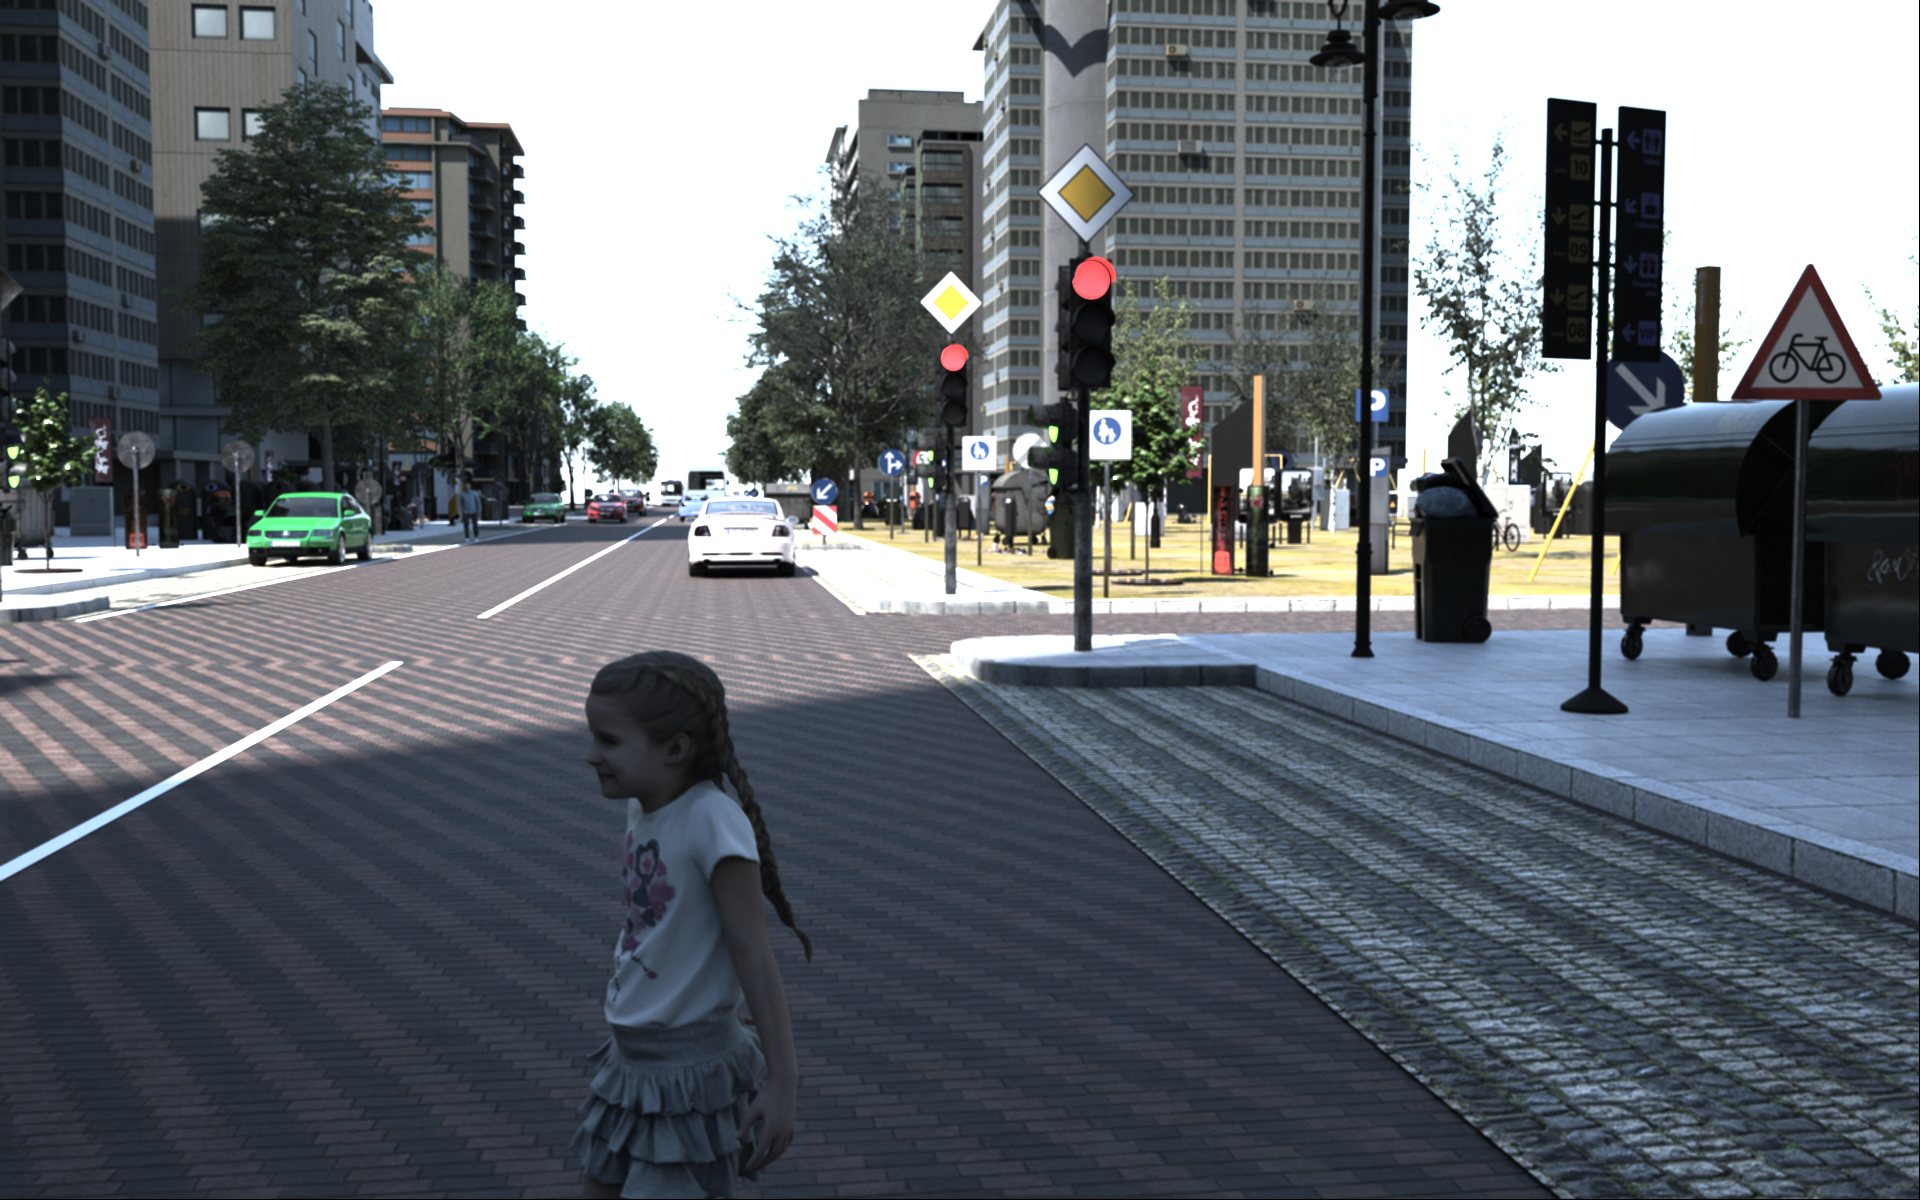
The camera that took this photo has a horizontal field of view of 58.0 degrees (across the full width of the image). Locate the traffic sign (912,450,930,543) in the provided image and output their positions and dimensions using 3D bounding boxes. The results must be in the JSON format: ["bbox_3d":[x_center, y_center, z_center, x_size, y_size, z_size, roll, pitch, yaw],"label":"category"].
[{"bbox_3d":[-0.881,-2.793,45.772,0.768,2.556,0.104,0,4,-6],"label":"traffic sign"}]

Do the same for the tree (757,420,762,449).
[{"bbox_3d":[-13.650,-11.149,132.640,4.737,8.622,4.395,0,3,0],"label":"tree"}]

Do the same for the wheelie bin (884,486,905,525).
[{"bbox_3d":[-2.677,-3.852,70.881,0.980,1.594,0.693,2,4,24],"label":"wheelie bin"}]

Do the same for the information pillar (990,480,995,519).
[{"bbox_3d":[1.545,-5.088,87.678,0.304,2.012,0.304,-3,5,-43],"label":"information pillar"}]

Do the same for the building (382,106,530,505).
[{"bbox_3d":[-61.666,-33.273,198.630,22.147,44.769,28.867,0,4,-8],"label":"building"}]

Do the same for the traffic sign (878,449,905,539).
[{"bbox_3d":[-1.927,-2.985,48.904,0.768,2.556,0.104,0,4,-5],"label":"traffic sign"}]

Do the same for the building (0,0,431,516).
[{"bbox_3d":[-57.267,-26.843,130.761,32.217,40.220,23.993,0,4,-8],"label":"building"}]

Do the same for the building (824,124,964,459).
[{"bbox_3d":[-3.871,-40.047,244.007,28.713,52.752,27.495,0,4,-8],"label":"building"}]

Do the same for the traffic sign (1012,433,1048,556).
[{"bbox_3d":[1.460,-2.196,36.006,0.768,2.556,0.104,0,4,0],"label":"traffic sign"}]

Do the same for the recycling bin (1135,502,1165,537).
[{"bbox_3d":[5.769,-2.447,52.570,0.722,1.027,0.722,2,4,25],"label":"recycling bin"}]

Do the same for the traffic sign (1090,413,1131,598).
[{"bbox_3d":[1.811,-1.179,21.400,0.606,2.300,0.079,0,4,1],"label":"traffic sign"}]

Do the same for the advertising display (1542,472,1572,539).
[{"bbox_3d":[17.088,-2.713,49.571,0.974,1.923,0.123,-1,4,-22],"label":"advertising display"}]

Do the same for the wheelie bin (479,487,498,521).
[{"bbox_3d":[-22.304,-4.523,81.862,0.980,1.594,0.693,-3,5,-41],"label":"wheelie bin"}]

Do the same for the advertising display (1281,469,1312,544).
[{"bbox_3d":[8.602,-2.403,44.497,0.974,1.923,0.123,-1,4,-23],"label":"advertising display"}]

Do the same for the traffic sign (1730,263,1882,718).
[{"bbox_3d":[4.787,-0.603,9.865,0.884,2.594,0.081,0,4,-5],"label":"traffic sign"}]

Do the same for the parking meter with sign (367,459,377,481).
[{"bbox_3d":[-28.703,-5.390,84.389,0.543,3.016,1.738,-2,4,-29],"label":"parking meter with sign"}]

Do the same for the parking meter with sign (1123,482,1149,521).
[{"bbox_3d":[8.224,-5.273,82.476,1.738,3.016,0.543,-1,4,-23],"label":"parking meter with sign"}]

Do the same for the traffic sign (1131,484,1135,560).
[{"bbox_3d":[3.374,-2.057,33.744,0.768,2.556,0.104,0,4,-4],"label":"traffic sign"}]

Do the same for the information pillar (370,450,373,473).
[{"bbox_3d":[-31.051,-6.121,91.437,0.183,3.616,0.504,-1,4,-21],"label":"information pillar"}]

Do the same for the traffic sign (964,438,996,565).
[{"bbox_3d":[0.351,-1.769,31.056,0.606,2.300,0.079,0,4,-4],"label":"traffic sign"}]

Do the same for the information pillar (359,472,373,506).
[{"bbox_3d":[-19.504,-3.207,56.922,0.304,2.012,0.304,3,4,37],"label":"information pillar"}]

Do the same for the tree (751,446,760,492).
[{"bbox_3d":[-20.020,-14.080,180.566,4.360,8.622,3.978,0,3,0],"label":"tree"}]

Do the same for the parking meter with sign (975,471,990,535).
[{"bbox_3d":[0.685,-3.569,54.621,0.543,3.016,1.738,0,4,-3],"label":"parking meter with sign"}]

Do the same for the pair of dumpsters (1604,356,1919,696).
[{"bbox_3d":[6.029,-0.549,11.465,1.574,2.255,4.437,-1,4,-8],"label":"pair of dumpsters"}]

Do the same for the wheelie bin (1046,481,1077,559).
[{"bbox_3d":[2.172,-1.611,34.254,0.980,1.594,0.693,-3,4,-38],"label":"wheelie bin"}]

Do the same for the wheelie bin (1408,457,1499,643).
[{"bbox_3d":[4.283,-0.441,15.124,0.693,1.594,0.980,0,4,3],"label":"wheelie bin"}]

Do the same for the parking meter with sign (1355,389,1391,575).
[{"bbox_3d":[6.703,-1.944,28.046,0.543,3.016,1.738,1,4,10],"label":"parking meter with sign"}]

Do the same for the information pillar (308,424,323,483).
[{"bbox_3d":[-20.017,-3.831,53.993,0.504,3.616,0.183,-1,4,-22],"label":"information pillar"}]

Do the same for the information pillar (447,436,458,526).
[{"bbox_3d":[-20.592,-4.827,70.274,0.504,3.616,0.183,2,4,34],"label":"information pillar"}]

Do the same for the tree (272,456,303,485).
[{"bbox_3d":[-34.209,-5.707,87.904,1.663,3.219,1.824,0,3,0],"label":"tree"}]

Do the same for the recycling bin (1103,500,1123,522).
[{"bbox_3d":[7.000,-4.065,79.014,0.722,1.027,0.722,2,4,27],"label":"recycling bin"}]

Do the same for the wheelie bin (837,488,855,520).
[{"bbox_3d":[-5.614,-4.710,84.910,0.980,1.594,0.693,-2,4,-29],"label":"wheelie bin"}]

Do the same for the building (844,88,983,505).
[{"bbox_3d":[-2.191,-35.551,204.963,21.300,48.544,21.600,0,4,-8],"label":"building"}]

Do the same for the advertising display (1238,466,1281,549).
[{"bbox_3d":[6.996,-2.170,40.696,0.974,1.923,0.123,3,4,37],"label":"advertising display"}]

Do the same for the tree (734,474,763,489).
[{"bbox_3d":[-28.504,-19.900,243.492,7.486,12.596,7.792,0,3,0],"label":"tree"}]

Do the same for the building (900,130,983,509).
[{"bbox_3d":[3.110,-22.622,141.565,14.160,30.474,14.107,0,4,-8],"label":"building"}]

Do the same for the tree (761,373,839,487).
[{"bbox_3d":[-8.136,-9.064,98.555,4.737,8.622,4.395,0,3,0],"label":"tree"}]

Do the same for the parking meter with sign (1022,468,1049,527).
[{"bbox_3d":[3.022,-4.293,66.458,1.738,3.016,0.543,-3,4,-38],"label":"parking meter with sign"}]

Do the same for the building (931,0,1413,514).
[{"bbox_3d":[14.692,-26.385,123.271,32.217,40.220,23.993,0,4,-8],"label":"building"}]

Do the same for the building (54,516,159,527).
[{"bbox_3d":[-47.800,-23.162,70.578,32.217,40.220,23.993,0,4,-8],"label":"building"}]

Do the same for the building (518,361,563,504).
[{"bbox_3d":[-67.665,-23.399,227.608,27.650,21.520,28.899,0,4,-8],"label":"building"}]

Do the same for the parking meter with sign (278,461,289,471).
[{"bbox_3d":[-35.594,-5.855,91.989,0.543,3.016,1.738,0,4,-1],"label":"parking meter with sign"}]

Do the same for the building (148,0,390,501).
[{"bbox_3d":[-50.970,-31.474,103.844,28.713,52.752,27.495,0,4,-8],"label":"building"}]

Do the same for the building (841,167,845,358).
[{"bbox_3d":[-7.771,-34.997,222.316,14.600,45.320,14.200,0,4,-8],"label":"building"}]

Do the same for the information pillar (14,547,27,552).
[{"bbox_3d":[-21.079,-2.090,38.657,0.304,2.012,0.304,0,4,-1],"label":"information pillar"}]

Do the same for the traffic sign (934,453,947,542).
[{"bbox_3d":[-0.674,-2.854,46.774,0.768,2.556,0.104,0,4,-1],"label":"traffic sign"}]
